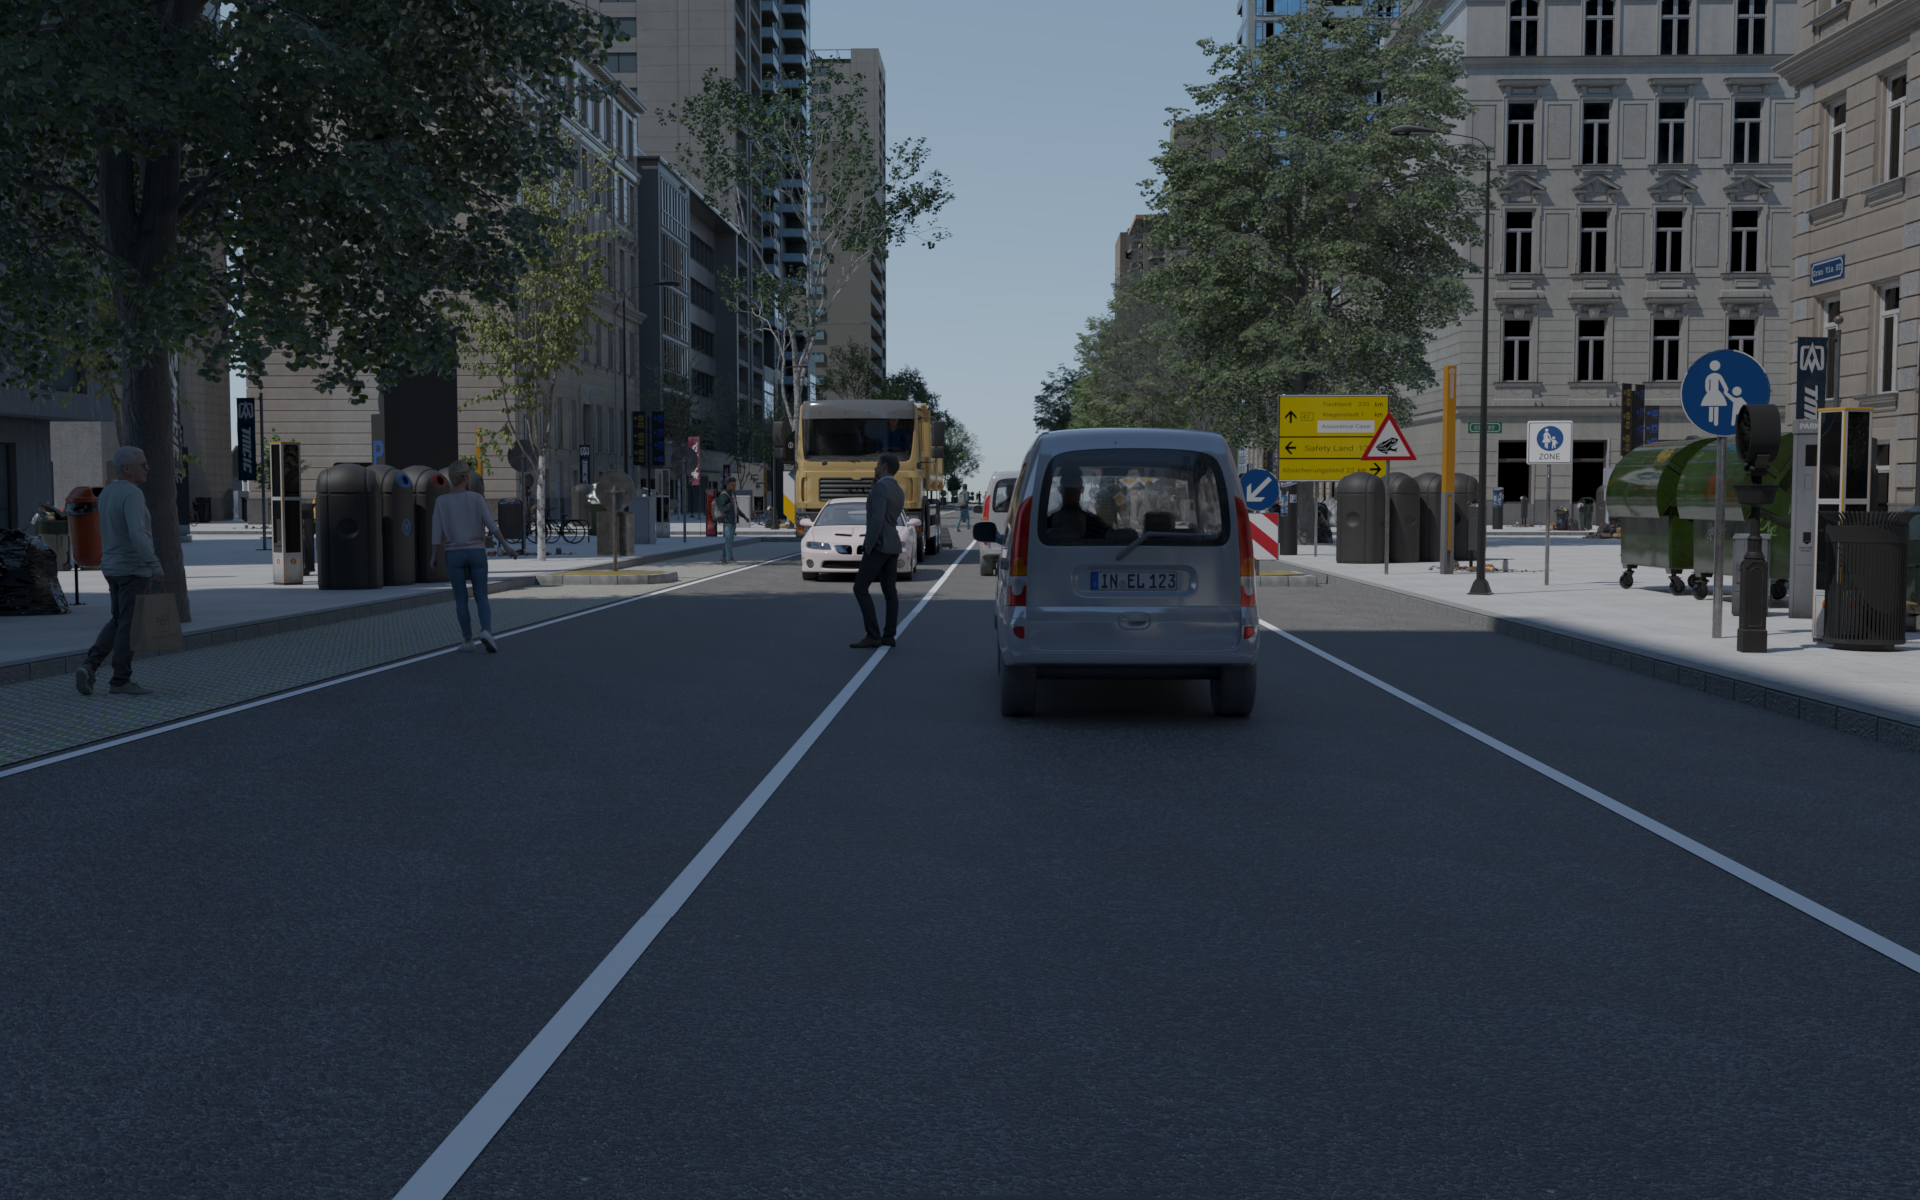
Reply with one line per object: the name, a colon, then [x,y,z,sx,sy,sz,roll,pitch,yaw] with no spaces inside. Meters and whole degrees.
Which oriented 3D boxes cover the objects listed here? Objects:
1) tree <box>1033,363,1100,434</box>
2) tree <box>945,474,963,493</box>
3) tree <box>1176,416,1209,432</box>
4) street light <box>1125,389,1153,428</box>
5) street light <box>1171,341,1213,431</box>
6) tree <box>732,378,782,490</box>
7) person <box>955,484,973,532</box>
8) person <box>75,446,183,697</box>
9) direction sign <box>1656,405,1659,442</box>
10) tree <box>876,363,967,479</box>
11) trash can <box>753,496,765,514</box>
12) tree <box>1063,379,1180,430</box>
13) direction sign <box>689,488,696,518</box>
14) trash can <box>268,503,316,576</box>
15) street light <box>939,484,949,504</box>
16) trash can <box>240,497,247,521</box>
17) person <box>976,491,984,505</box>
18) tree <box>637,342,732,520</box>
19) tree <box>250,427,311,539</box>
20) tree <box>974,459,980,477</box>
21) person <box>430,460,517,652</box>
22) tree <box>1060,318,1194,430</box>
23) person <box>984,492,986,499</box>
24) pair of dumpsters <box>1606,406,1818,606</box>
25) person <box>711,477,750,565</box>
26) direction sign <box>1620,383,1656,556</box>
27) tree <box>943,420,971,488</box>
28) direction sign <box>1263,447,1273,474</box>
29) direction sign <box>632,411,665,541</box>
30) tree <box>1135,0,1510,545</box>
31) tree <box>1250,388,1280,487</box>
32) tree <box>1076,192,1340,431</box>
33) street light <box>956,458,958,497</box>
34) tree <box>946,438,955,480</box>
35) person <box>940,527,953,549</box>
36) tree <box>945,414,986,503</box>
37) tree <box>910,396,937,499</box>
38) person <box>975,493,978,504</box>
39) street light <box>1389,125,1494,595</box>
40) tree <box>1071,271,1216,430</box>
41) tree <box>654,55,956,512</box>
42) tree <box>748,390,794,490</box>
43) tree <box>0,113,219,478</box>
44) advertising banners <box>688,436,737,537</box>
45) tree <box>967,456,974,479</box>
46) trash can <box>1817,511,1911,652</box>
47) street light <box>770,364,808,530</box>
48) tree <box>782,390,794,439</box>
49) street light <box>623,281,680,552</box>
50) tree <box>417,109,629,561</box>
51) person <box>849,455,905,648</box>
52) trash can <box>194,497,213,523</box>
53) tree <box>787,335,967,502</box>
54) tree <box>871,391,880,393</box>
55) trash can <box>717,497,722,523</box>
tree: [11.632,-15.979,167.911,9.857,13.997,8.962,0,3,0]
tree: [-1.068,-17.925,276.789,4.285,4.588,4.351,0,3,0]
tree: [16.559,-11.016,130.480,4.737,8.622,4.395,0,3,0]
street light: [7.825,-6.289,75.358,1.470,5.913,1.316,0,4,2]
street light: [7.044,-4.876,52.270,1.470,5.913,1.316,0,4,2]
tree: [-13.394,-9.497,105.632,4.360,8.622,3.978,0,3,0]
person: [0.147,-3.458,65.031,0.713,1.824,0.794,-1,4,-19]
person: [-5.821,-0.190,12.098,0.782,1.767,0.515,3,5,40]
direction sign: [17.394,-3.199,44.307,0.876,3.537,0.379,0,4,4]
tree: [-4.626,-14.394,152.343,9.611,12.733,9.660,0,3,0]
trash can: [-12.683,-5.964,109.159,0.748,1.137,0.748,0,3,0]
tree: [11.119,-11.439,121.435,8.767,10.594,7.601,-2,4,-35]
direction sign: [-14.619,-6.268,94.471,0.876,3.537,0.379,2,4,29]
trash can: [-10.458,-0.951,27.194,0.748,1.137,0.748,0,3,0]
street light: [-1.795,-13.722,196.902,1.470,5.913,1.316,0,4,2]
trash can: [-33.421,-4.264,81.376,0.748,1.137,0.748,0,3,0]
person: [2.319,-11.906,203.180,1.348,1.822,0.705,-3,5,-43]
tree: [-13.524,-8.212,84.627,4.360,8.622,3.978,0,3,0]
tree: [-19.814,-3.384,49.925,1.663,3.219,1.824,0,3,0]
tree: [-0.282,-21.933,293.018,8.767,10.594,7.601,1,4,19]
person: [-4.381,-0.400,15.712,0.731,1.740,0.598,-2,4,-31]
tree: [9.631,-10.469,96.922,9.928,11.665,9.643,0,3,0]
person: [2.895,-11.662,199.850,0.721,1.739,1.217,-2,4,-24]
pair of dumpsters: [9.469,-1.151,21.311,1.574,2.255,4.437,0,4,2]
person: [-4.629,-1.588,34.809,0.721,1.781,0.623,0,4,5]
direction sign: [13.827,-2.671,35.661,0.876,3.537,0.379,-3,5,-40]
tree: [-2.237,-18.780,232.815,9.928,11.665,9.643,0,3,0]
direction sign: [14.982,-5.647,84.320,0.379,3.537,0.876,3,5,40]
direction sign: [-8.494,-3.384,47.326,0.876,3.537,0.379,0,4,3]
tree: [8.610,-8.363,43.390,9.857,13.997,8.962,0,3,0]
tree: [17.521,-8.893,95.764,4.360,8.622,3.978,0,3,0]
tree: [9.550,-9.583,67.053,12.009,13.543,11.850,0,3,0]
street light: [-1.010,-15.174,220.632,1.470,5.913,1.316,0,4,2]
tree: [-2.517,-15.559,204.746,4.360,8.622,3.978,0,3,0]
person: [-0.880,-2.253,45.558,0.699,1.804,1.509,-2,4,-35]
tree: [-1.185,-21.601,263.539,12.009,13.543,11.850,0,3,0]
tree: [-4.260,-10.856,127.865,4.360,8.622,3.978,0,3,0]
person: [2.358,-14.624,249.073,0.593,1.643,0.415,1,4,14]
street light: [6.110,-3.023,21.974,1.470,5.913,1.316,0,4,2]
tree: [9.420,-10.413,88.377,7.486,12.596,7.792,0,3,0]
tree: [-5.613,-13.275,72.938,12.611,20.169,13.585,0,3,0]
tree: [-13.043,-10.488,121.844,4.737,8.622,4.395,0,3,0]
tree: [-15.517,-4.991,31.959,4.737,8.622,4.395,0,3,0]
advertising banners: [-7.464,-3.418,52.070,2.074,3.025,0.090,3,5,40]
tree: [-3.923,-14.622,173.479,7.601,10.594,8.767,-1,4,-19]
trash can: [7.470,-0.161,14.284,0.748,1.137,0.748,0,3,0]
street light: [-6.129,-5.485,62.216,1.470,5.913,1.316,0,4,2]
tree: [-11.407,-9.870,111.733,4.360,8.622,3.978,0,3,0]
street light: [-6.782,-3.995,37.858,1.470,5.913,1.316,0,4,2]
tree: [-8.215,-5.067,33.205,4.737,8.622,4.395,0,3,0]
person: [-0.767,-0.462,16.239,0.473,1.802,0.592,3,4,38]
trash can: [-33.721,-4.010,77.223,0.748,1.137,0.748,0,3,0]
tree: [-5.558,-10.200,101.183,8.767,10.594,7.601,-3,5,-43]
tree: [-5.562,-10.274,118.347,4.737,8.622,4.395,0,3,0]
trash can: [-10.405,-3.946,76.166,0.748,1.137,0.748,0,3,0]
